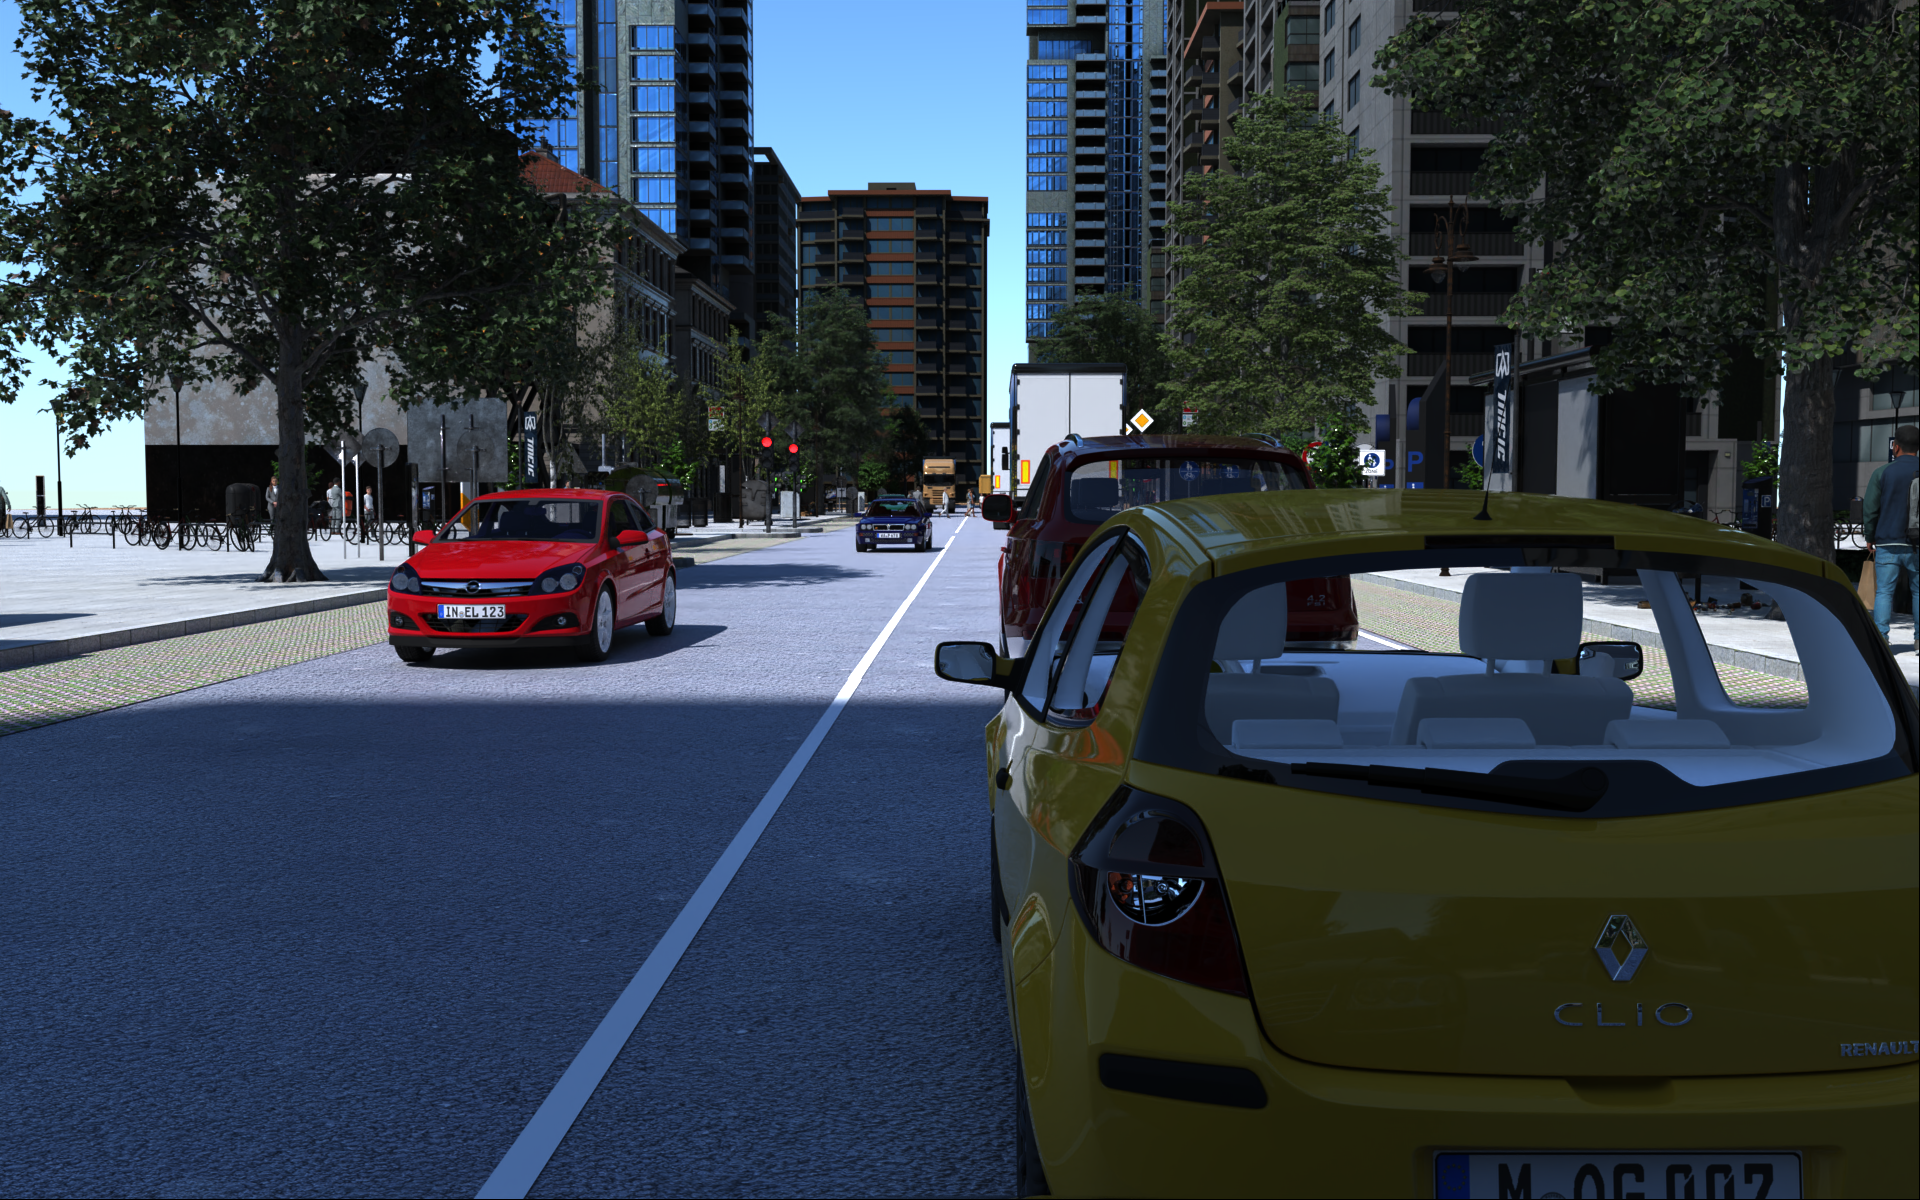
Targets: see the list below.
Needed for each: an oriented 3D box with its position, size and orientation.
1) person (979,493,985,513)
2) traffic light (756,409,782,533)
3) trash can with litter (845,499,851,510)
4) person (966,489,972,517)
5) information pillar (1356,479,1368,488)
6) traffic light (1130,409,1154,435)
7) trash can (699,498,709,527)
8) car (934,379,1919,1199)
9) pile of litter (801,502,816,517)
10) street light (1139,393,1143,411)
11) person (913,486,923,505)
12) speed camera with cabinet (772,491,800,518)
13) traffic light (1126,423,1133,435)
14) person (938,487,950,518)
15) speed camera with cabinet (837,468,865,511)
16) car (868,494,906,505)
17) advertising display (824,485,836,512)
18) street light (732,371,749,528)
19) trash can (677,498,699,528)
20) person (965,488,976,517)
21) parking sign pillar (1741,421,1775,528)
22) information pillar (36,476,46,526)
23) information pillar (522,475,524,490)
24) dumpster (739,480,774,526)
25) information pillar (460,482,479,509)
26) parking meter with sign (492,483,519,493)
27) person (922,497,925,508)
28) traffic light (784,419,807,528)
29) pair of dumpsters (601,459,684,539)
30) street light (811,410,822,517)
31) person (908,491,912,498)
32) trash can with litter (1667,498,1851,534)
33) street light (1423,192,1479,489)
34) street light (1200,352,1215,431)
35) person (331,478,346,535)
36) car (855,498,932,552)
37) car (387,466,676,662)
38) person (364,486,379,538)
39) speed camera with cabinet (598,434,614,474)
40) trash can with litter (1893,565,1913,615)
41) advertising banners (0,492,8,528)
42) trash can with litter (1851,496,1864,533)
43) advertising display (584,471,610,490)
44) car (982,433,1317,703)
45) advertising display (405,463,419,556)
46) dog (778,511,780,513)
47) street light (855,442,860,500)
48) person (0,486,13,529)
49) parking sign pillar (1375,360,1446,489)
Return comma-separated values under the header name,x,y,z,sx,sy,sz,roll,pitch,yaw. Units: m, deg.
name,x,y,z,sx,sy,sz,roll,pitch,yaw
person,1.686,-7.184,128.551,0.503,1.515,0.523,-1,4,-13
traffic light,-6.308,-4.170,57.097,0.839,4.253,0.868,0,4,1
trash can with litter,-8.559,-7.755,137.859,1.678,1.210,2.233,-2,4,-27
person,0.622,-6.206,110.515,0.362,1.759,0.519,-1,4,-22
information pillar,13.147,-3.192,56.674,0.304,2.012,0.304,-3,5,-43
traffic light,5.953,-4.161,56.950,0.839,4.253,0.868,0,4,1
trash can,-10.090,-3.397,67.187,0.748,1.137,0.748,0,3,0
car,0.935,0.358,4.377,2.015,1.641,3.980,0,3,0
pile of litter,-8.776,-5.244,99.709,1.176,0.858,1.719,2,4,24
street light,8.283,-6.518,79.364,0.468,5.910,1.993,0,4,1
person,-2.075,-4.661,84.823,0.709,1.813,0.853,2,4,27
speed camera with cabinet,-9.659,-6.037,93.048,2.038,3.252,0.660,-1,4,-20
traffic light,6.059,-4.649,64.935,0.839,4.253,0.868,0,4,1
person,-0.911,-5.730,102.064,0.818,1.842,0.514,-1,4,-10
speed camera with cabinet,-8.075,-8.179,128.063,2.038,3.252,0.660,0,4,-5
car,-3.190,-4.218,80.758,2.131,1.459,4.920,0,4,0
advertising display,-9.321,-7.295,124.488,0.974,1.923,0.123,-3,4,-37
street light,-8.286,-5.661,65.352,0.468,5.910,1.993,0,4,1
trash can,-10.406,-3.267,65.069,0.748,1.137,0.748,0,3,0
person,0.682,-6.004,106.764,0.778,1.811,0.616,0,4,-5
parking sign pillar,29.928,-4.657,64.616,1.447,3.967,1.447,2,4,25
information pillar,-36.587,-3.942,68.938,0.304,2.012,0.304,-2,4,-25
information pillar,-16.701,-3.737,65.596,0.304,2.012,0.304,2,4,32
dumpster,-8.296,-3.956,70.439,1.264,1.857,1.865,0,4,1
information pillar,-11.972,-3.116,42.300,0.183,3.616,0.504,3,4,38
parking meter with sign,-14.823,-3.704,56.817,1.738,3.016,0.543,3,4,38
person,-1.985,-4.814,91.483,0.640,1.303,0.475,-1,4,-14
traffic light,-6.202,-4.658,65.081,0.839,4.253,0.868,0,4,1
pair of dumpsters,-8.648,-2.735,47.215,1.574,2.255,4.437,0,4,1
street light,-7.893,-7.506,95.511,0.468,5.910,1.993,0,4,1
person,-4.036,-7.893,138.548,0.522,1.701,0.512,3,5,43
trash can with litter,8.485,-0.514,19.457,2.233,1.210,1.678,-2,4,-29
street light,7.586,-3.310,26.912,0.468,5.910,1.993,0,4,1
street light,8.011,-5.124,56.559,0.468,5.910,1.993,0,4,1
person,-19.586,-2.962,54.655,0.511,1.800,0.466,2,4,29
car,-1.651,-1.920,43.965,1.945,1.354,3.894,0,4,3
car,-3.873,-0.436,16.164,2.155,1.783,4.494,0,4,2
person,-17.400,-2.594,51.049,0.523,1.515,0.503,-1,4,-11
speed camera with cabinet,-11.604,-3.797,56.421,0.660,3.252,2.038,0,4,5
trash can with litter,10.382,-0.427,18.363,0.624,1.170,1.055,-1,4,-14
advertising banners,-36.845,-4.219,65.170,2.074,3.025,0.090,0,4,5
trash can with litter,28.764,-2.747,55.972,1.678,1.210,2.233,-1,4,-15
advertising display,-10.270,-2.682,49.062,0.123,1.923,0.974,2,4,27
car,1.286,-0.190,11.777,2.281,1.827,5.304,0,4,1
advertising display,-11.372,-1.882,35.985,0.123,1.923,0.974,-1,4,-9
dog,-11.967,-6.022,116.203,0.550,0.427,0.748,-1,4,-10
street light,-7.446,-9.331,125.346,0.468,5.910,1.993,0,4,1
person,-25.914,-2.452,46.618,0.782,1.767,0.515,-1,4,-16
parking sign pillar,9.307,-2.815,34.492,1.447,3.967,1.447,3,4,36
